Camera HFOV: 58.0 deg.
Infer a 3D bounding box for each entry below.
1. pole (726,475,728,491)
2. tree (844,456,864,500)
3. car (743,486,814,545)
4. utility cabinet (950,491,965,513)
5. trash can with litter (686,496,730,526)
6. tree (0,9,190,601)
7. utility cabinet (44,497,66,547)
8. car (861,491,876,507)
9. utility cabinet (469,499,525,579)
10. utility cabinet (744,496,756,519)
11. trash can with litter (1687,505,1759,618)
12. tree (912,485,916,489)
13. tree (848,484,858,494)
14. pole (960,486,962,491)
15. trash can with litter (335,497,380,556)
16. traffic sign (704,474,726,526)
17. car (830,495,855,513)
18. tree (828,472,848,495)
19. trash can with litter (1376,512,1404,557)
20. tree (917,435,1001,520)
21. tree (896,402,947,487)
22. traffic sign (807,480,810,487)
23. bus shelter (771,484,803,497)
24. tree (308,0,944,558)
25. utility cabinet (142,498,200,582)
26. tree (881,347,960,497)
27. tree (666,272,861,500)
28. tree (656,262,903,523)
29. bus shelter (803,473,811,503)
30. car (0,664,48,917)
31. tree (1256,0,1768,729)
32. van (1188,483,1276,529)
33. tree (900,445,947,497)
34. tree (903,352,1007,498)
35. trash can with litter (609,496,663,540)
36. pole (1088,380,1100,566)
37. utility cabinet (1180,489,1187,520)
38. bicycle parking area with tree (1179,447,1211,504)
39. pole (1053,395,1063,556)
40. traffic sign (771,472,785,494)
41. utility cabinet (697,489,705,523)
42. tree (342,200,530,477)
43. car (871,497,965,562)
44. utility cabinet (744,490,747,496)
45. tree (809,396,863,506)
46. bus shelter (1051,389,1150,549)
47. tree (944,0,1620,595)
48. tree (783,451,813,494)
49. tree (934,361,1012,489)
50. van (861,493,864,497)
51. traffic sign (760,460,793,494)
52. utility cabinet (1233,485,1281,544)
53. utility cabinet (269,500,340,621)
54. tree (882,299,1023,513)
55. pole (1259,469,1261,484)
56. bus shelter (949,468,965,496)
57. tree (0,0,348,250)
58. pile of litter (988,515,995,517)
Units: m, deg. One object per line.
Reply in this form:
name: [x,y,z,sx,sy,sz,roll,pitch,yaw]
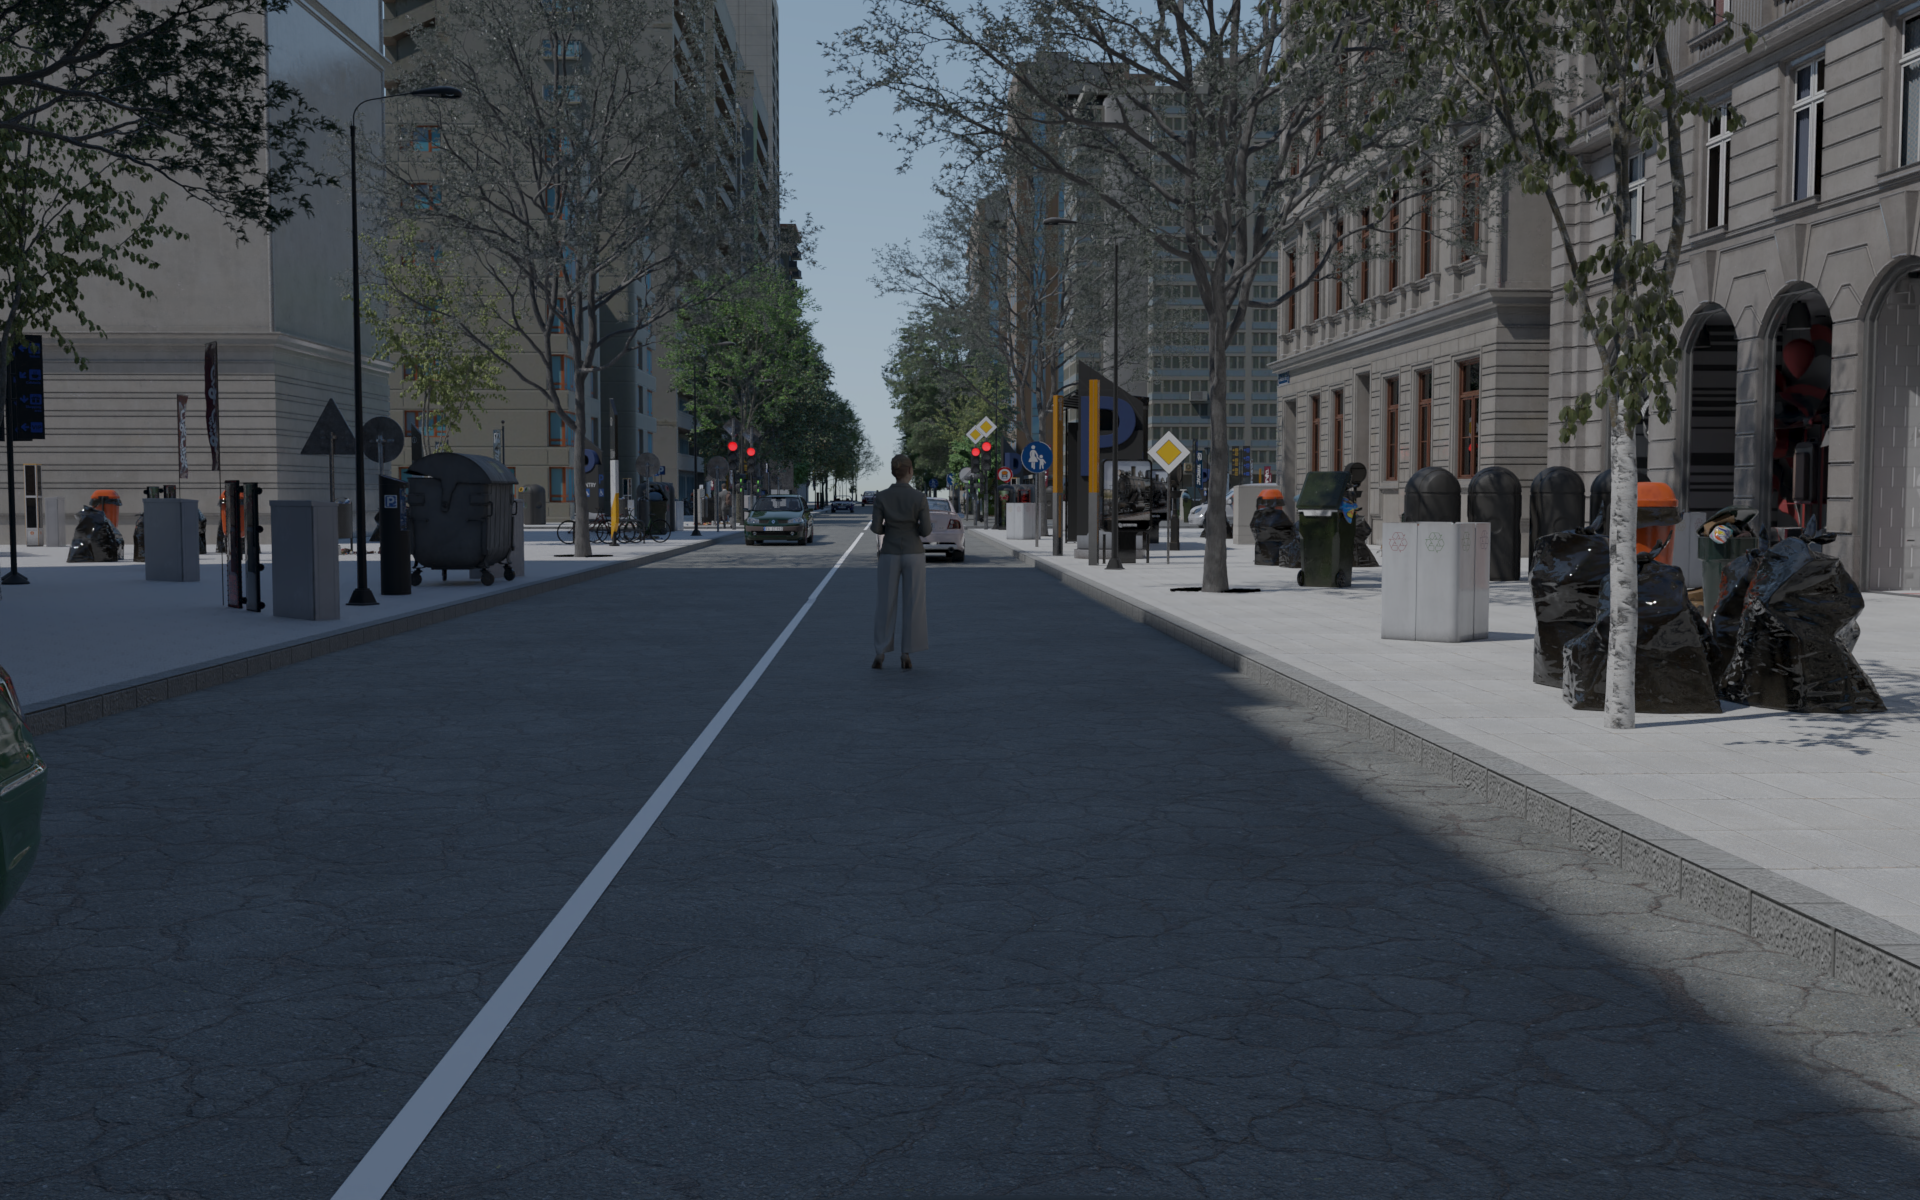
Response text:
pole: [-19.358,-9.188,144.066,0.158,3.312,0.155,0,3,0]
tree: [-18.001,-20.568,286.656,4.360,8.622,3.978,0,3,0]
car: [-5.150,-2.430,49.519,2.009,1.686,4.222,0,4,-1]
utility cabinet: [-0.088,-6.622,116.956,1.173,1.500,0.318,1,4,15]
trash can with litter: [-10.439,-3.788,72.985,2.233,1.210,1.678,0,4,-1]
tree: [-11.636,-4.310,20.836,4.737,8.622,4.395,0,3,0]
utility cabinet: [-22.094,-1.904,42.290,0.306,1.237,1.020,-1,4,-18]
car: [-10.198,-11.559,197.654,2.281,1.827,5.304,0,4,-2]
utility cabinet: [-7.123,-0.947,26.648,0.306,1.237,1.020,1,4,23]
utility cabinet: [-8.901,-3.796,73.220,0.306,1.237,1.020,1,4,12]
trash can with litter: [7.776,-0.404,17.999,0.624,1.170,1.055,-1,4,-15]
tree: [-2.521,-12.299,184.794,4.285,4.588,4.351,0,3,0]
tree: [-18.143,-18.280,293.479,1.663,3.219,1.824,0,3,0]
pole: [0.073,-8.379,130.842,0.158,3.312,0.155,0,3,0]
trash can with litter: [-12.863,-1.594,37.126,1.678,1.210,2.233,2,4,29]
traffic sign: [-9.813,-4.249,69.470,0.884,2.594,0.081,0,4,3]
car: [-9.027,-7.388,133.375,1.945,1.354,3.894,0,4,-2]
tree: [-15.050,-16.252,216.088,4.737,8.622,4.395,0,3,0]
trash can with litter: [9.022,-1.460,35.255,1.055,1.170,0.624,2,4,25]
tree: [0.864,-6.313,86.938,4.285,4.588,4.351,0,3,0]
tree: [-2.819,-15.633,173.725,7.486,12.596,7.792,0,3,0]
traffic sign: [-12.353,-8.474,138.657,0.768,2.556,0.104,0,4,-1]
bus shelter: [-11.758,-7.411,115.085,2.014,3.302,5.546,0,4,-2]
tree: [-7.820,-7.613,34.851,12.009,13.543,11.850,0,3,0]
utility cabinet: [-11.660,-0.885,25.625,1.020,1.237,0.306,2,4,35]
tree: [-2.833,-21.516,207.672,12.611,20.169,13.585,0,3,0]
tree: [-10.513,-10.550,89.501,9.611,12.733,9.660,0,3,0]
tree: [-9.566,-9.190,76.015,9.928,11.665,9.643,0,3,0]
bus shelter: [-12.580,-8.624,134.927,2.014,3.302,5.546,0,4,-2]
car: [-3.437,0.542,2.942,2.131,1.459,4.920,0,4,-2]
tree: [3.386,-3.602,9.249,4.360,8.622,3.978,0,3,0]
van: [10.829,-3.636,66.456,4.112,2.044,2.013,0,4,-1]
tree: [-3.903,-19.170,230.429,9.611,12.733,9.660,0,3,0]
tree: [-0.158,-12.173,124.782,9.928,11.665,9.643,0,3,0]
trash can with litter: [-9.221,-2.322,49.017,1.678,1.210,2.233,1,4,17]
pole: [2.402,-2.273,31.013,0.158,3.312,0.155,0,3,0]
utility cabinet: [10.971,-4.564,83.296,0.318,1.500,1.173,2,4,32]
bicycle parking area with tree: [12.578,-7.324,106.749,8.231,4.147,9.016,2,4,25]
pole: [2.031,-2.571,35.874,0.158,3.312,0.155,0,3,0]
traffic sign: [-10.266,-5.965,97.632,0.768,2.556,0.104,0,4,0]
utility cabinet: [-11.420,-4.102,75.752,0.318,1.500,1.173,0,4,1]
tree: [-12.843,-5.646,42.667,4.737,8.622,4.395,0,3,0]
car: [-0.900,-1.572,38.060,2.083,1.381,4.827,0,4,-3]
utility cabinet: [-12.349,-5.742,102.562,1.173,1.500,0.318,0,4,-6]
tree: [-14.091,-16.510,188.062,7.486,12.596,7.792,0,3,0]
bus shelter: [3.347,-3.100,41.973,1.731,3.624,6.357,0,4,-2]
tree: [3.384,-6.838,22.166,12.009,13.543,11.850,0,3,0]
tree: [-14.250,-9.791,143.788,4.285,4.588,4.351,0,3,0]
tree: [0.915,-8.912,96.076,4.737,8.622,4.395,0,3,0]
van: [-11.564,-13.015,219.812,2.013,2.044,4.112,0,4,-2]
traffic sign: [-10.805,-6.526,100.574,2.265,3.308,0.079,0,4,3]
utility cabinet: [7.513,-2.152,43.856,1.173,1.500,0.318,-1,4,-17]
utility cabinet: [-6.785,-0.415,17.952,0.306,1.237,1.020,-3,5,-44]
tree: [-0.166,-12.515,111.272,9.857,13.997,8.962,0,3,0]
pole: [23.982,-8.843,138.427,0.158,3.312,0.155,0,3,0]
bus shelter: [0.010,-9.958,140.448,2.179,5.291,8.768,0,4,-2]
tree: [-7.914,-4.747,12.023,7.601,10.594,8.767,0,4,-3]
pile of litter: [1.813,-5.172,98.522,1.176,0.858,1.719,-2,4,-24]
